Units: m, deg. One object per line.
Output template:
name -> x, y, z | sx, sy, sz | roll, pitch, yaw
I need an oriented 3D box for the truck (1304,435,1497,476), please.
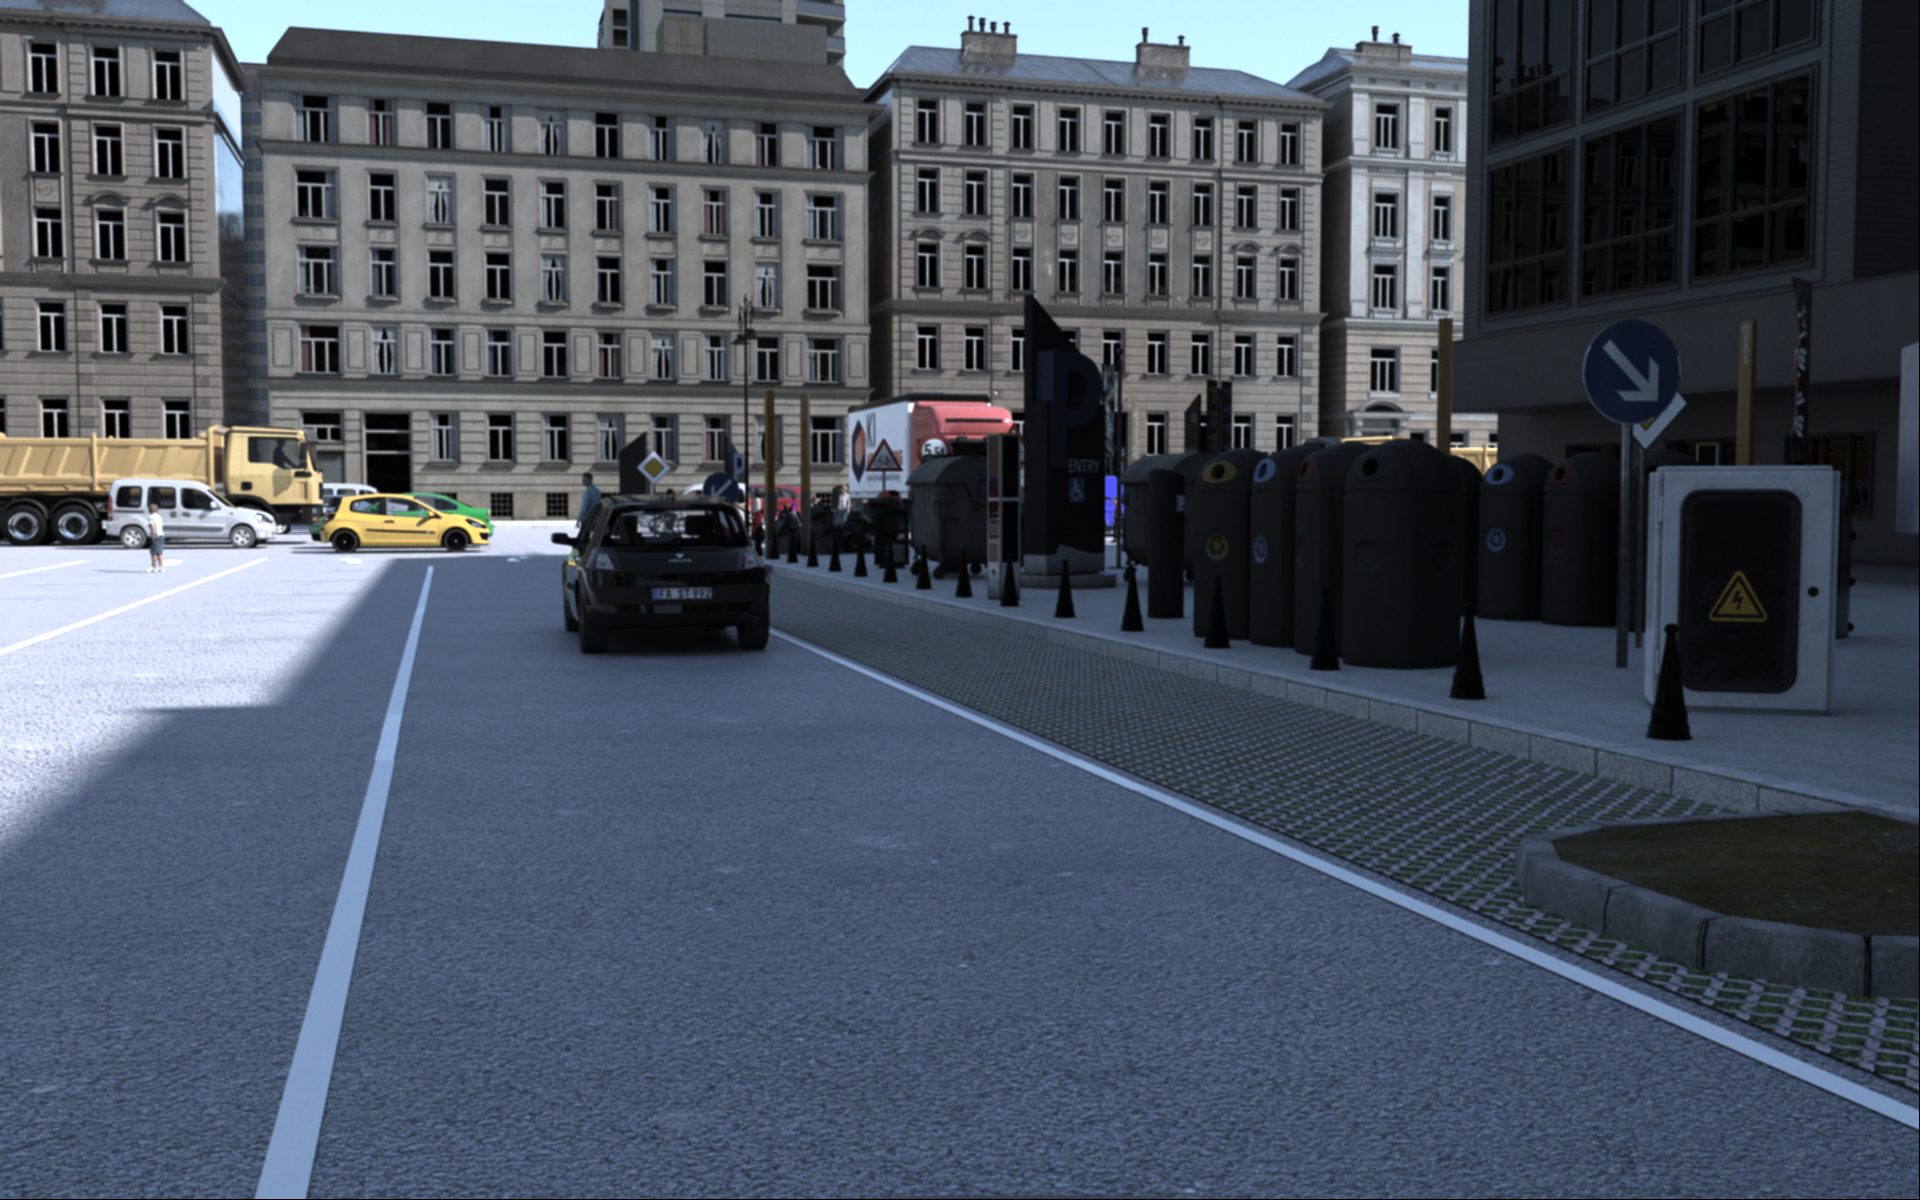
truck -> 15.549, -3.849, 58.849 | 9.791, 3.379, 3.469 | -1, 4, -18

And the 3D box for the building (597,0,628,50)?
building -> -41.281, -49.796, 252.420 | 20.611, 71.187, 20.563 | -1, 4, -16

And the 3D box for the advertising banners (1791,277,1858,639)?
advertising banners -> 7.370, -1.138, 14.802 | 0.090, 3.025, 2.074 | 3, 5, 41

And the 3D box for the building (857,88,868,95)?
building -> -5.715, -32.798, 186.362 | 14.200, 45.320, 14.600 | -1, 4, -16

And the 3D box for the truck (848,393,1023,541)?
truck -> -0.910, -3.779, 50.696 | 2.839, 4.237, 11.283 | -1, 4, -16

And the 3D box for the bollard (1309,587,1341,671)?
bollard -> 2.674, 0.206, 12.679 | 0.229, 0.601, 0.229 | 0, 3, 0

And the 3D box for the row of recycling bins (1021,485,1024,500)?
row of recycling bins -> 1.285, -4.327, 77.852 | 3.534, 1.692, 1.069 | -1, 4, -10

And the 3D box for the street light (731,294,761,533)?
street light -> -4.949, -4.118, 40.123 | 0.468, 5.910, 1.993 | -1, 4, -16

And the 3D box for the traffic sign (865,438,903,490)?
traffic sign -> -1.782, -2.480, 40.552 | 0.884, 2.594, 0.081 | 0, 4, -7

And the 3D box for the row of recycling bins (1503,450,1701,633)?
row of recycling bins -> 5.942, -0.631, 17.436 | 1.069, 1.692, 3.534 | -2, 4, -30

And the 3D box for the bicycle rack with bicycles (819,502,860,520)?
bicycle rack with bicycles -> -5.574, -3.923, 77.523 | 2.852, 0.926, 2.925 | 1, 4, 17

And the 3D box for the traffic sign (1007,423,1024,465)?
traffic sign -> 0.972, -1.932, 31.592 | 0.884, 2.594, 0.081 | -1, 4, -9

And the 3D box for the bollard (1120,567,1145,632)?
bollard -> 1.619, -0.013, 16.252 | 0.229, 0.601, 0.229 | 0, 3, 0

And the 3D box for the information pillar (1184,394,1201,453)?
information pillar -> 5.482, -3.024, 40.791 | 0.183, 3.616, 0.504 | -3, 4, -36

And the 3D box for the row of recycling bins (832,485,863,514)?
row of recycling bins -> -5.316, -4.540, 81.345 | 1.069, 1.692, 3.534 | 1, 4, 9

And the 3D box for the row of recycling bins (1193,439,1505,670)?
row of recycling bins -> 2.970, -0.442, 14.336 | 1.069, 1.692, 3.534 | -1, 4, -17

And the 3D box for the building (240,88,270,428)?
building -> -88.007, -42.642, 239.199 | 28.212, 58.520, 21.231 | -1, 4, -16

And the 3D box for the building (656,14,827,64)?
building -> -19.802, -28.733, 153.372 | 14.154, 41.232, 14.086 | -1, 4, -16

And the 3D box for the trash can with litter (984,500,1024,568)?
trash can with litter -> 0.883, -1.160, 30.354 | 0.624, 1.170, 1.055 | 3, 5, 40

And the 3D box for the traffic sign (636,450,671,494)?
traffic sign -> -7.052, -2.219, 39.918 | 0.795, 2.450, 0.064 | -1, 4, -16

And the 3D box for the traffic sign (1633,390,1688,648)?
traffic sign -> 5.660, -0.807, 14.385 | 0.795, 2.450, 0.064 | -1, 4, -14

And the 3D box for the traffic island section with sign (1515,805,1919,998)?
traffic island section with sign -> 3.040, 0.170, 5.850 | 1.989, 1.847, 2.006 | -1, 4, -16

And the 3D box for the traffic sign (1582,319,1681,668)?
traffic sign -> 4.904, -0.774, 12.757 | 0.768, 2.556, 0.104 | -1, 4, -8

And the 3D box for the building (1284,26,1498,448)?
building -> 28.776, -19.425, 103.504 | 20.117, 28.700, 13.634 | -1, 4, -16

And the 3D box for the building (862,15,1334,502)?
building -> 6.567, -18.316, 96.732 | 25.104, 27.353, 12.463 | -1, 4, -16

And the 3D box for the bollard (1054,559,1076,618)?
bollard -> 1.094, -0.122, 18.032 | 0.229, 0.601, 0.229 | 0, 3, 0

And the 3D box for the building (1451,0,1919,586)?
building -> 19.933, -12.314, 20.401 | 14.314, 24.678, 30.058 | -1, 4, -16

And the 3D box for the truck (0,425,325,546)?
truck -> -22.497, -3.275, 49.463 | 9.791, 3.379, 3.469 | -1, 4, -16

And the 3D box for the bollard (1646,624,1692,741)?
bollard -> 3.732, 0.424, 9.102 | 0.229, 0.601, 0.229 | 0, 3, 0

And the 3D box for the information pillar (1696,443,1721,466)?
information pillar -> 10.762, -1.252, 24.969 | 0.304, 2.012, 0.304 | 2, 4, 28

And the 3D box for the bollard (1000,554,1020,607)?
bollard -> 0.568, -0.231, 19.812 | 0.229, 0.601, 0.229 | 0, 3, 0

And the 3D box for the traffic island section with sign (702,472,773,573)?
traffic island section with sign -> -4.586, -1.412, 31.708 | 1.989, 1.847, 2.006 | -1, 4, -16

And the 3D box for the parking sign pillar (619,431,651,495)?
parking sign pillar -> -14.075, -5.292, 74.993 | 1.447, 3.967, 1.447 | 1, 4, 20

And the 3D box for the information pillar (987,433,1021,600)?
information pillar -> 0.535, -1.011, 21.025 | 0.304, 2.012, 0.304 | -2, 4, -30

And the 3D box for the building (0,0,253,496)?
building -> -47.237, -17.375, 81.336 | 25.104, 27.353, 12.463 | -1, 4, -16

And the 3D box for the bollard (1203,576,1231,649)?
bollard -> 2.148, 0.096, 14.468 | 0.229, 0.601, 0.229 | 0, 3, 0

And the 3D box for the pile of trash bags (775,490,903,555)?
pile of trash bags -> -2.532, -1.727, 37.994 | 1.912, 1.369, 3.447 | 3, 5, 40

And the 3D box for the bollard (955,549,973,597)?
bollard -> 0.048, -0.340, 21.593 | 0.229, 0.601, 0.229 | 0, 3, 0

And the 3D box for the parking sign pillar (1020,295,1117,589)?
parking sign pillar -> 1.457, -2.170, 23.946 | 1.447, 3.967, 1.447 | 3, 5, 42

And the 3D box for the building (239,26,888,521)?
building -> -20.305, -15.731, 90.489 | 30.059, 22.955, 16.112 | -1, 4, -16

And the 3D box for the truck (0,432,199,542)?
truck -> -28.077, -3.473, 52.709 | 9.791, 3.379, 3.469 | -1, 4, -15

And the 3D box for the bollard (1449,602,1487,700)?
bollard -> 3.198, 0.315, 10.894 | 0.229, 0.601, 0.229 | 0, 3, 0

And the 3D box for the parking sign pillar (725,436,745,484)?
parking sign pillar -> -10.553, -5.681, 81.354 | 1.447, 3.967, 1.447 | 1, 4, 20

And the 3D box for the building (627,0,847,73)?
building -> -22.513, -38.658, 174.053 | 21.231, 58.520, 28.212 | -1, 4, -16

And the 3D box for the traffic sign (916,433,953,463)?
traffic sign -> -0.541, -2.220, 36.401 | 0.768, 2.556, 0.104 | 0, 4, -8
